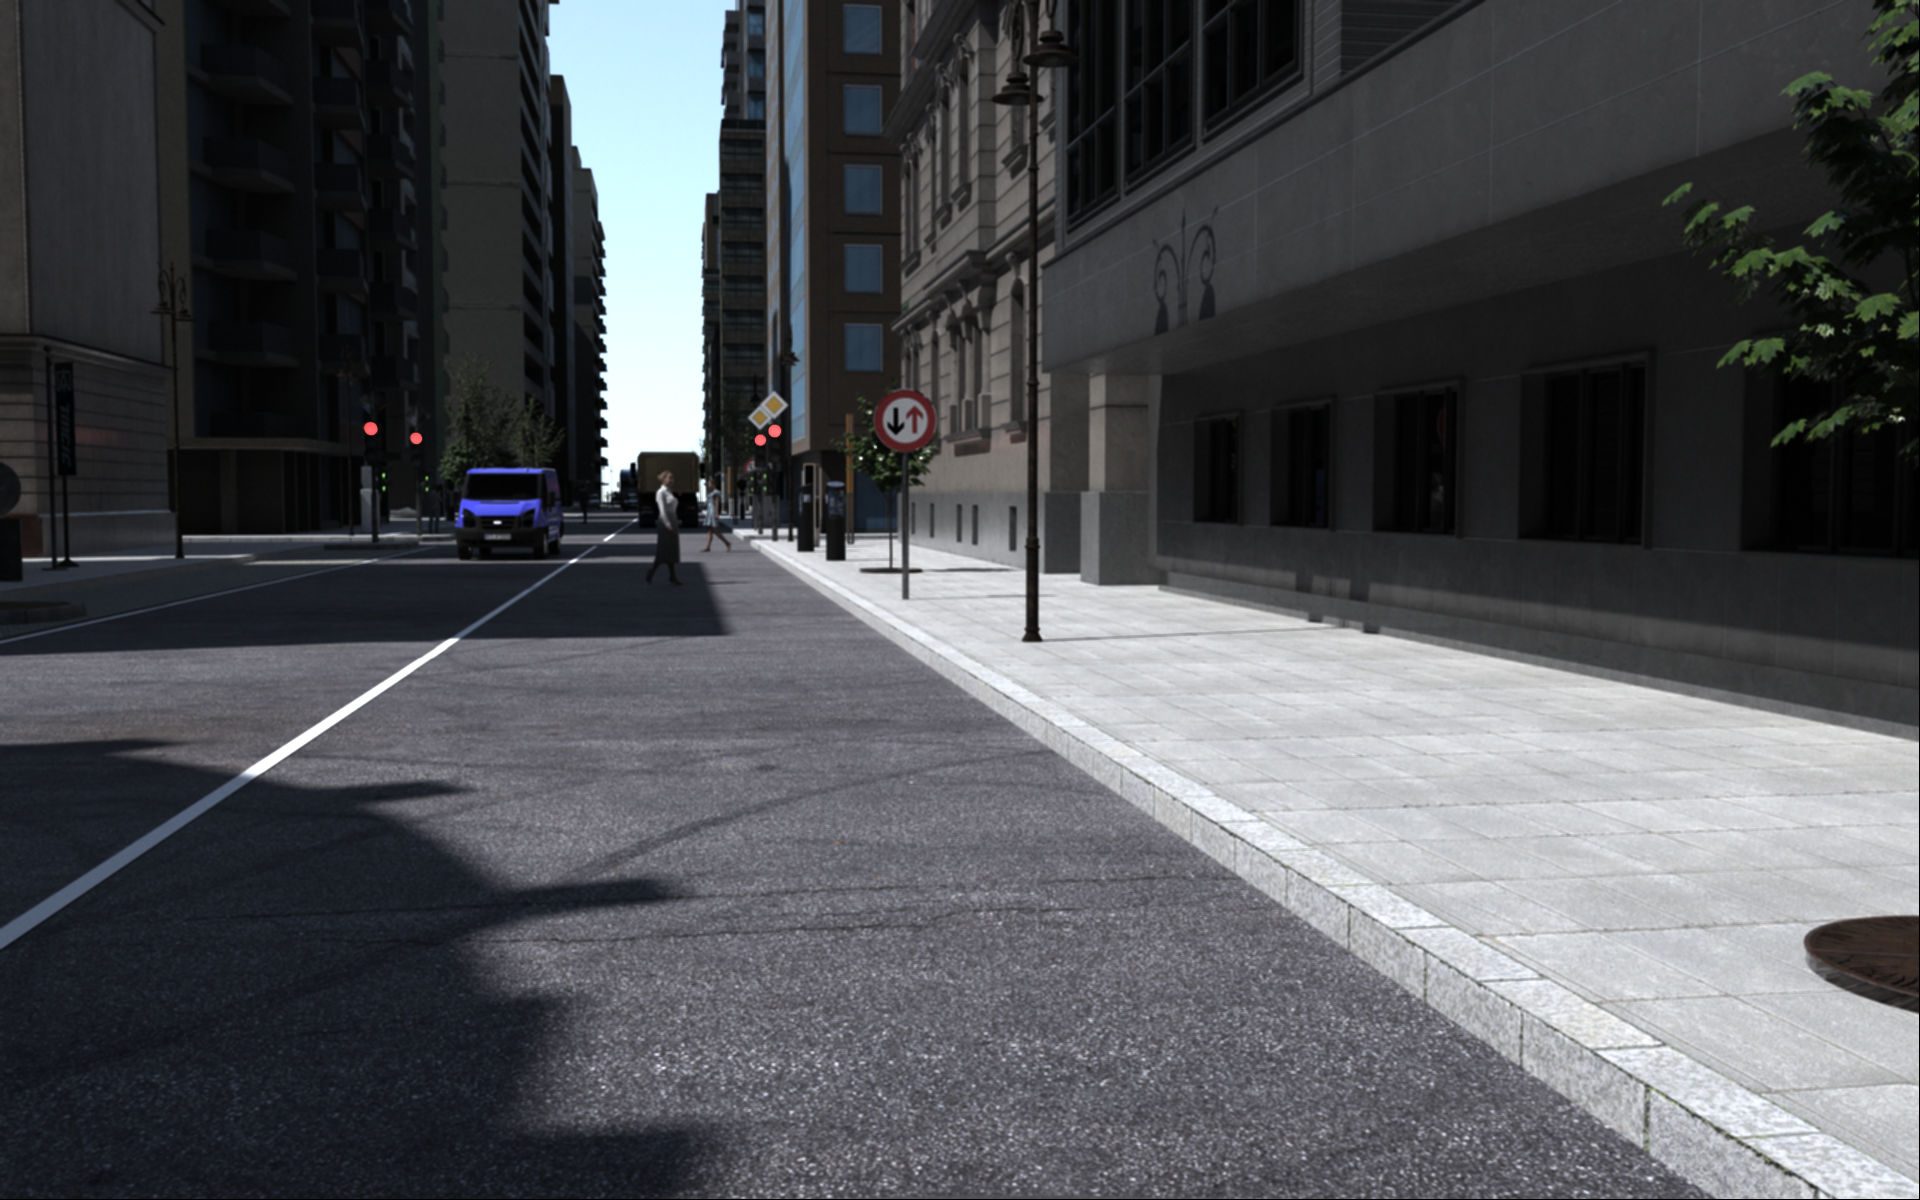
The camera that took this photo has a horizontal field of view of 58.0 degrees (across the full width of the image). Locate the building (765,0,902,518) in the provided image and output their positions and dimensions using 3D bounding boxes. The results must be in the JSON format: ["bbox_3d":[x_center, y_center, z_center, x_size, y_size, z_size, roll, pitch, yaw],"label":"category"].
[{"bbox_3d":[-5.383,-28.353,113.686,14.600,45.320,14.200,-1,4,-9],"label":"building"}]

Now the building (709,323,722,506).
[{"bbox_3d":[-13.448,-21.197,191.610,27.650,21.520,28.899,-1,4,-9],"label":"building"}]

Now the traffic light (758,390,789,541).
[{"bbox_3d":[-5.056,-3.554,47.023,0.839,4.253,0.868,-1,4,-9],"label":"traffic light"}]

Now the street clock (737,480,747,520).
[{"bbox_3d":[-10.859,-5.005,86.398,0.471,2.002,0.358,1,4,13],"label":"street clock"}]

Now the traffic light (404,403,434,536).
[{"bbox_3d":[-16.624,-3.932,53.202,0.839,4.253,0.868,-1,4,-9],"label":"traffic light"}]

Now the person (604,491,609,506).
[{"bbox_3d":[-41.187,-11.784,201.693,0.750,1.759,0.617,0,4,1],"label":"person"}]

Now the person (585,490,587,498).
[{"bbox_3d":[-31.024,-8.231,143.803,0.721,1.735,1.217,0,4,8],"label":"person"}]

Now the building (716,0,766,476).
[{"bbox_3d":[-10.596,-33.064,160.202,23.786,49.044,30.456,-1,4,-9],"label":"building"}]

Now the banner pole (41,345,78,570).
[{"bbox_3d":[-15.102,-2.388,29.066,0.863,3.779,0.401,2,4,27],"label":"banner pole"}]

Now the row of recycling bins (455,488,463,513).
[{"bbox_3d":[-33.529,-6.712,116.861,3.534,1.692,1.069,-1,4,-11],"label":"row of recycling bins"}]

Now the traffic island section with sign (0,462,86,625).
[{"bbox_3d":[-11.125,-0.671,19.591,1.989,1.847,2.006,-1,4,-9],"label":"traffic island section with sign"}]

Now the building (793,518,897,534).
[{"bbox_3d":[1.085,-25.200,62.136,14.200,45.320,14.600,-1,4,-9],"label":"building"}]

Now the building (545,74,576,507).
[{"bbox_3d":[-47.830,-32.474,181.060,14.600,45.320,14.200,-1,4,-9],"label":"building"}]

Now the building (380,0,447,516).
[{"bbox_3d":[-36.895,-25.234,96.170,14.154,41.232,14.086,-1,4,-9],"label":"building"}]

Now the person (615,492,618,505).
[{"bbox_3d":[-45.643,-13.531,230.658,0.541,1.710,0.530,-1,4,-20],"label":"person"}]

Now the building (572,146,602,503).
[{"bbox_3d":[-61.776,-37.853,242.595,21.300,48.544,21.600,-1,4,-9],"label":"building"}]

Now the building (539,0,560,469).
[{"bbox_3d":[-51.907,-34.853,159.078,28.713,52.752,27.495,-1,4,-9],"label":"building"}]

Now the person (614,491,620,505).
[{"bbox_3d":[-43.295,-12.914,219.732,0.705,1.812,1.348,3,5,41],"label":"person"}]

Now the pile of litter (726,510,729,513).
[{"bbox_3d":[-15.231,-6.270,116.478,1.176,0.858,1.719,1,4,17],"label":"pile of litter"}]

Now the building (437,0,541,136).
[{"bbox_3d":[-44.422,-31.309,135.599,21.300,48.544,21.600,-1,4,-9],"label":"building"}]

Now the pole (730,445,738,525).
[{"bbox_3d":[-9.431,-4.824,72.712,0.158,3.312,0.155,0,3,0],"label":"pole"}]

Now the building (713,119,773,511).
[{"bbox_3d":[-12.013,-22.377,137.558,14.160,30.474,14.107,-1,4,-9],"label":"building"}]

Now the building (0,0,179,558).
[{"bbox_3d":[-28.071,-10.559,37.272,19.286,19.102,10.561,-1,4,-9],"label":"building"}]

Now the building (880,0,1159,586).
[{"bbox_3d":[6.271,-15.163,35.301,14.401,28.519,23.554,-1,4,-9],"label":"building"}]

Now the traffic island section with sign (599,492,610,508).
[{"bbox_3d":[-37.069,-10.309,177.176,1.989,1.847,2.006,-1,4,-9],"label":"traffic island section with sign"}]

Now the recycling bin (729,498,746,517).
[{"bbox_3d":[-12.734,-5.298,99.177,0.722,1.027,0.722,-3,4,-37],"label":"recycling bin"}]

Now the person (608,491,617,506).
[{"bbox_3d":[-39.875,-11.623,198.514,1.348,1.826,0.705,-2,4,-31],"label":"person"}]

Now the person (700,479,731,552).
[{"bbox_3d":[-6.069,-2.099,42.920,0.778,1.811,0.616,0,4,-5],"label":"person"}]

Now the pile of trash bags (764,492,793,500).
[{"bbox_3d":[-8.367,-4.307,80.179,1.912,1.369,3.447,1,4,11],"label":"pile of trash bags"}]

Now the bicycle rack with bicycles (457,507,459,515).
[{"bbox_3d":[-33.118,-6.520,119.987,2.925,0.926,2.852,3,4,36],"label":"bicycle rack with bicycles"}]

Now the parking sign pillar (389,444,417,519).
[{"bbox_3d":[-28.882,-6.199,89.826,1.447,3.967,1.447,0,4,-4],"label":"parking sign pillar"}]

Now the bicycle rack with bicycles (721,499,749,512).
[{"bbox_3d":[-16.323,-6.891,126.054,2.925,0.926,2.852,-1,4,-21],"label":"bicycle rack with bicycles"}]

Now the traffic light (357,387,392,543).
[{"bbox_3d":[-15.327,-3.450,45.323,0.839,4.253,0.868,-1,4,-9],"label":"traffic light"}]

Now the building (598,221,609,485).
[{"bbox_3d":[-65.982,-37.488,267.545,22.147,44.769,28.867,-1,4,-9],"label":"building"}]

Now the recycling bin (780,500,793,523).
[{"bbox_3d":[-7.660,-3.898,76.286,0.722,1.027,0.722,1,4,13],"label":"recycling bin"}]

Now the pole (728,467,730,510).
[{"bbox_3d":[-17.143,-8.263,128.938,0.158,3.312,0.155,0,3,0],"label":"pole"}]

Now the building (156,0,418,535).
[{"bbox_3d":[-33.073,-25.073,64.575,22.147,44.769,28.867,-1,4,-9],"label":"building"}]

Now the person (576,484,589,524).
[{"bbox_3d":[-18.339,-4.667,84.171,0.474,1.900,0.648,1,4,16],"label":"person"}]

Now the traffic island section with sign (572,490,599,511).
[{"bbox_3d":[-32.585,-8.647,150.000,1.989,1.847,2.006,-1,4,-9],"label":"traffic island section with sign"}]

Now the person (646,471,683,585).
[{"bbox_3d":[-4.698,-1.144,27.427,0.641,1.798,0.478,2,4,25],"label":"person"}]

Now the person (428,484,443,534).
[{"bbox_3d":[-18.551,-3.216,61.261,0.511,1.800,0.466,0,4,5],"label":"person"}]

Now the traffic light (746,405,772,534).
[{"bbox_3d":[-6.353,-4.036,54.902,0.839,4.253,0.868,-1,4,-9],"label":"traffic light"}]

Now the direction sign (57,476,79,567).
[{"bbox_3d":[-15.737,-2.350,30.426,0.379,3.537,0.876,-2,4,-34],"label":"direction sign"}]

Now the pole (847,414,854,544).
[{"bbox_3d":[-2.806,-3.084,44.268,0.158,3.312,0.155,0,3,0],"label":"pole"}]

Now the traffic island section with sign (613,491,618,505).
[{"bbox_3d":[-46.318,-13.745,233.354,1.989,1.847,2.006,-1,4,-9],"label":"traffic island section with sign"}]

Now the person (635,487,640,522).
[{"bbox_3d":[-16.226,-4.875,88.182,0.580,1.828,0.573,0,4,2],"label":"person"}]

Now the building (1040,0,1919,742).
[{"bbox_3d":[10.308,-11.585,8.474,14.314,24.678,30.058,-1,4,-9],"label":"building"}]

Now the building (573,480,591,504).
[{"bbox_3d":[-63.664,-32.244,219.075,32.217,40.220,23.993,-1,4,-9],"label":"building"}]
